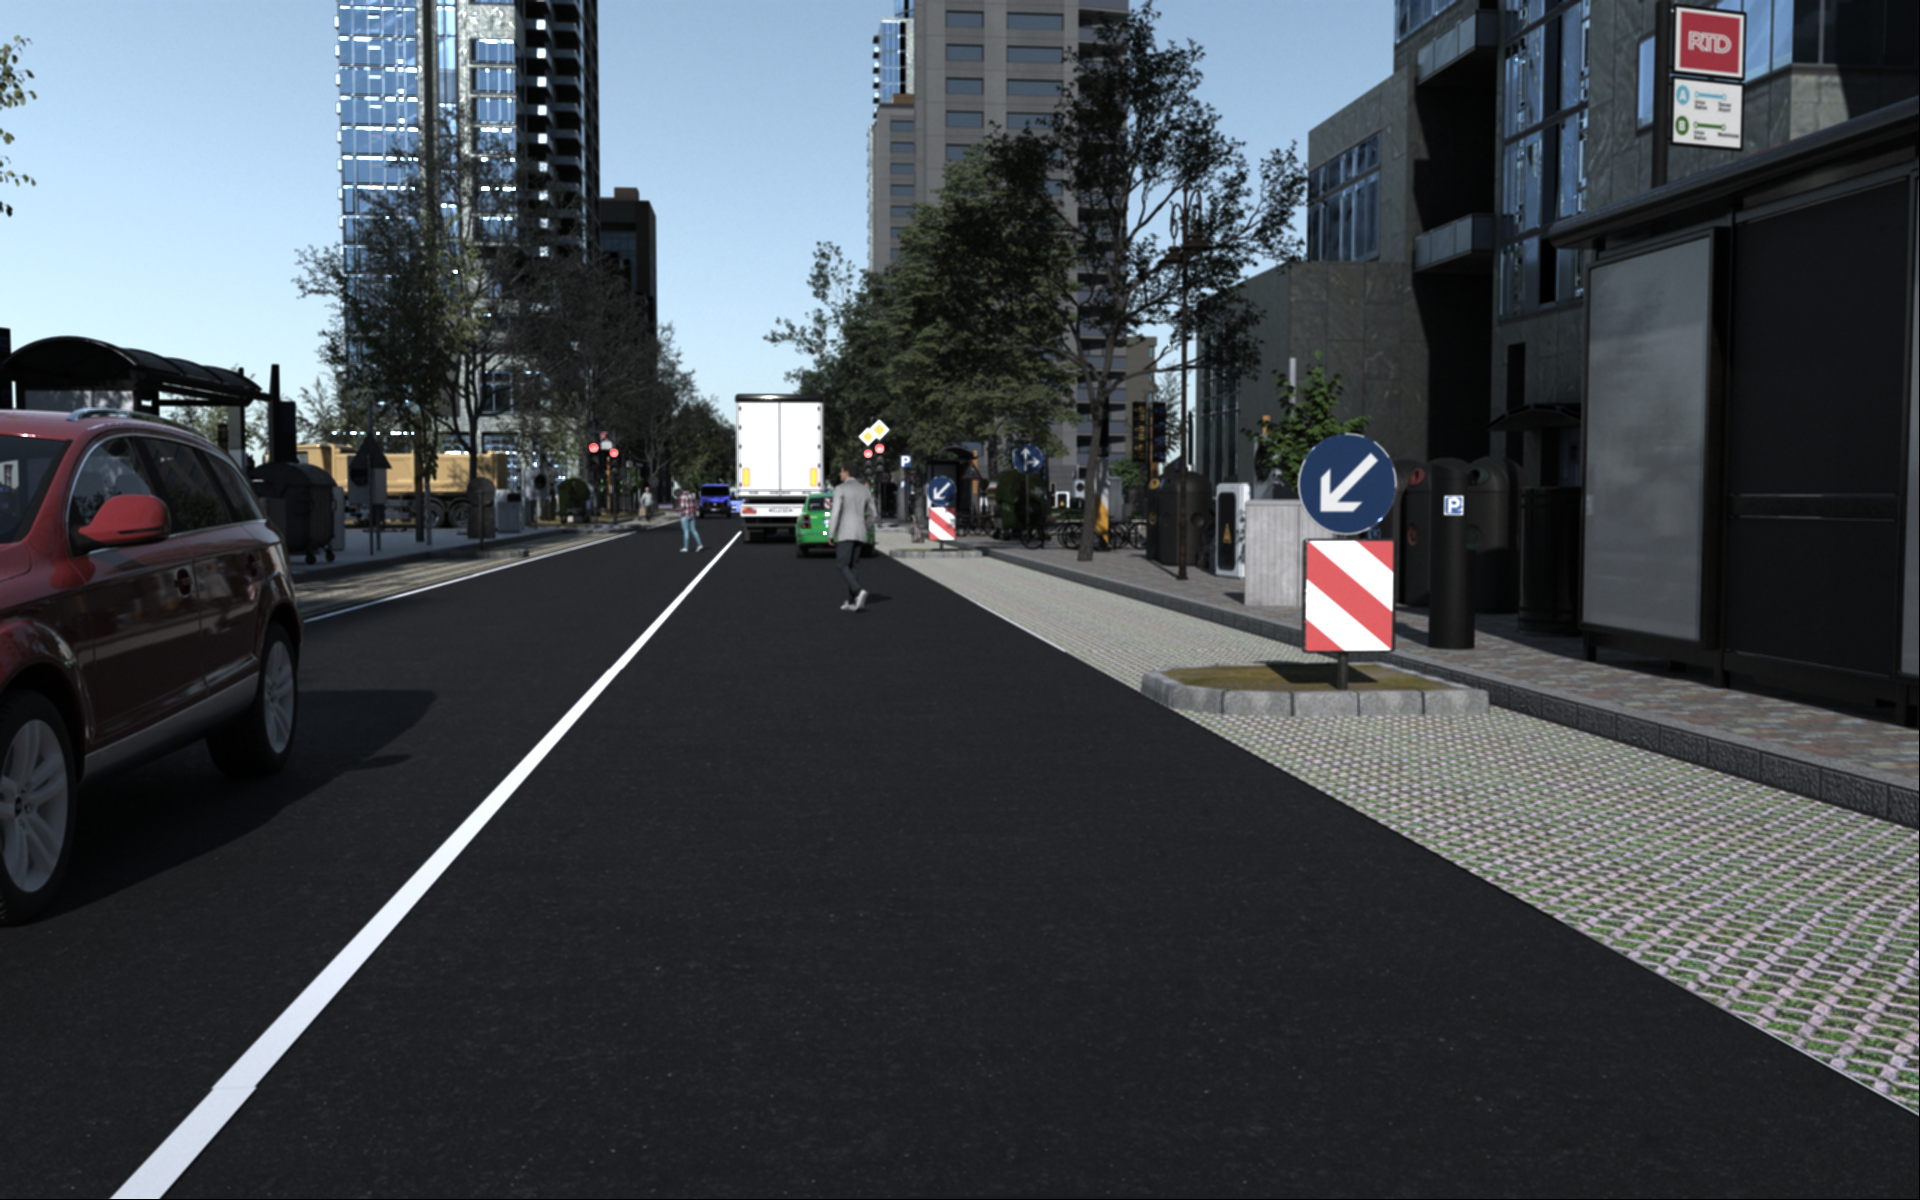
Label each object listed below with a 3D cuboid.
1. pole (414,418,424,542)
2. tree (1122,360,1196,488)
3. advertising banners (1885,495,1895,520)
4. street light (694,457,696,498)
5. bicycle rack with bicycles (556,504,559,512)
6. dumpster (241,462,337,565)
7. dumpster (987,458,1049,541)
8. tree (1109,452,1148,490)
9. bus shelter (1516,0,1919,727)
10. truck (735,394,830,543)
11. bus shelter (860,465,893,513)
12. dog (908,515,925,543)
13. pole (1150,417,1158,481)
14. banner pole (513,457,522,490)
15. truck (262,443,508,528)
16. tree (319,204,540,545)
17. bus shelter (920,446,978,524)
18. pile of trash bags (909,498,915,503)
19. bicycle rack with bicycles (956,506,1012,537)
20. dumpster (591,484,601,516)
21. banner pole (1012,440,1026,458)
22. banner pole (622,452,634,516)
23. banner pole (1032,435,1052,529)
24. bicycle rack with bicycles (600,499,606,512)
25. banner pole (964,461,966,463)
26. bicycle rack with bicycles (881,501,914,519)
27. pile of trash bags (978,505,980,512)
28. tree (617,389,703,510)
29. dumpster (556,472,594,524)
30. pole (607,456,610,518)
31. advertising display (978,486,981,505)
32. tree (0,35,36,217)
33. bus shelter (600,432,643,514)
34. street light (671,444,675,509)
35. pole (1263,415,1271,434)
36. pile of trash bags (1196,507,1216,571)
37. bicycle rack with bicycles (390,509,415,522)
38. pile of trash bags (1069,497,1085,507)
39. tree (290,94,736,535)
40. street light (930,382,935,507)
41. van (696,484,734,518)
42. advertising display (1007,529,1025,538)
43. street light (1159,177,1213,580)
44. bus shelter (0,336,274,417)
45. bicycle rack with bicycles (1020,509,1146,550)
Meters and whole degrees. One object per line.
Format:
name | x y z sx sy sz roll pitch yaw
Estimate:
pole | -14.568 -3.228 46.627 0.158 3.312 0.155 0 3 0
tree | 10.949 -8.839 94.880 4.360 8.622 3.978 0 3 0
advertising banners | 8.200 -1.106 14.266 0.090 3.025 2.074 0 4 -3
street light | -28.827 -13.205 188.684 0.468 5.910 1.993 0 4 -6
bicycle rack with bicycles | -29.317 -6.567 120.746 2.925 0.926 2.852 0 4 6
dumpster | -12.347 -1.603 31.965 1.264 1.857 1.865 0 4 -6
dumpster | 1.600 -2.776 47.881 1.502 2.255 1.985 0 4 -6
tree | 13.101 -9.190 133.973 4.285 4.588 4.351 0 3 0
bus shelter | 5.741 -2.092 11.830 2.179 5.291 8.768 0 4 -6
truck | -5.481 -3.993 54.200 2.839 4.237 11.283 0 4 -4
bus shelter | -5.772 -7.691 119.678 2.014 3.302 5.546 0 4 -6
dog | -1.286 -2.056 50.444 0.513 0.831 0.800 0 4 3
pole | 5.139 -3.187 45.950 0.158 3.312 0.155 0 3 0
banner pole | -29.825 -7.742 116.605 0.401 3.779 0.863 3 4 37
truck | -22.770 -4.372 67.399 9.791 3.379 3.469 0 4 -4
tree | -13.573 -5.680 43.238 4.737 8.622 4.395 0 3 0
bus shelter | -0.515 -5.003 75.715 2.014 3.302 5.546 0 4 -6
pile of trash bags | -4.575 -7.848 138.062 3.447 1.369 1.912 0 4 -3
bicycle rack with bicycles | 1.084 -2.434 53.182 2.925 0.926 2.852 0 4 -5
dumpster | -21.441 -5.771 100.122 1.264 1.857 1.865 0 4 -6
banner pole | 2.796 -5.535 80.518 0.863 3.779 0.401 0 4 5
banner pole | -21.090 -7.319 109.685 0.863 3.779 0.401 -2 4 -26
banner pole | 2.962 -4.459 62.919 0.863 3.779 0.401 -2 4 -27
bicycle rack with bicycles | -24.328 -6.621 121.637 2.852 0.926 2.925 0 4 -5
banner pole | -0.247 -6.404 94.728 0.401 3.779 0.863 3 5 41
bicycle rack with bicycles | -2.596 -4.664 89.637 2.852 0.926 2.925 -2 4 -31
pile of trash bags | 2.841 -7.238 128.096 1.912 1.369 3.447 2 4 31
tree | -24.733 -12.748 142.849 7.601 10.594 8.767 -1 4 -9
dumpster | -16.839 -4.481 75.753 1.502 2.255 1.985 0 4 -6
pole | -19.041 -6.115 93.822 0.158 3.312 0.155 0 3 0
advertising display | 1.524 -7.985 135.767 0.123 1.923 0.974 0 4 5
tree | -11.317 -4.087 17.182 4.737 8.622 4.395 0 3 0
bus shelter | -22.366 -8.369 114.467 2.179 5.291 8.768 0 4 -6
street light | -24.641 -10.775 148.950 0.468 5.910 1.993 0 4 -6
pole | 7.946 -3.126 44.959 0.158 3.312 0.155 0 3 0
pile of trash bags | 5.737 -1.199 29.361 3.447 1.369 1.912 1 4 9
bicycle rack with bicycles | -25.613 -4.167 81.505 2.852 0.926 2.925 3 4 36
pile of trash bags | 8.681 -6.818 121.228 1.912 1.369 3.447 -1 4 -19
tree | -15.433 -8.804 54.314 12.009 13.543 11.850 0 3 0
street light | -1.025 -5.632 64.868 0.468 5.910 1.993 0 4 -6
van | -14.665 -6.077 103.745 2.240 2.365 5.245 0 4 -8
advertising display | 1.646 -2.763 50.384 0.123 1.923 0.974 2 4 35
street light | 3.326 -3.237 25.710 0.468 5.910 1.993 0 4 -6
bus shelter | -11.708 -1.900 24.985 2.014 3.302 5.546 0 4 -6
bicycle rack with bicycles | 3.158 -1.664 40.591 2.925 0.926 2.852 1 4 23
